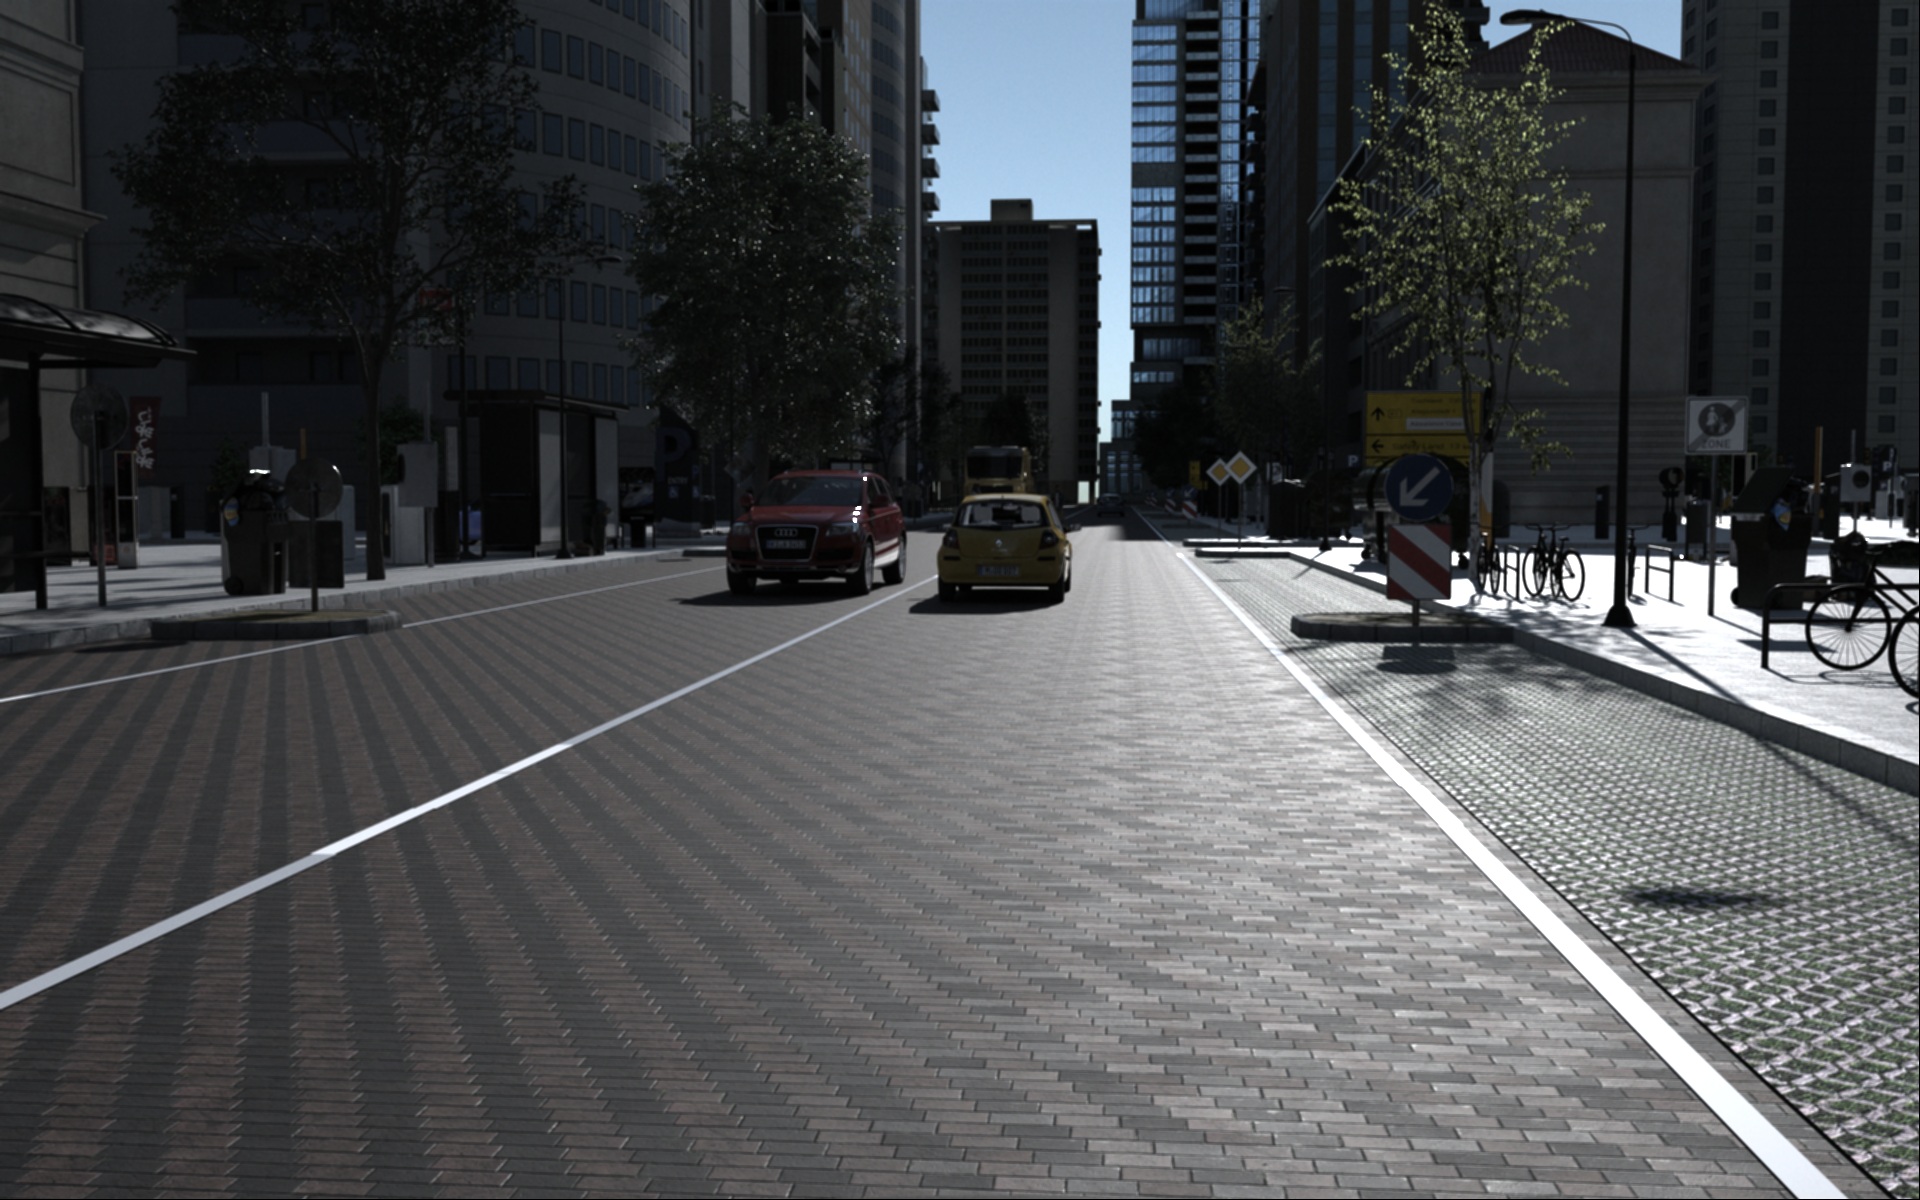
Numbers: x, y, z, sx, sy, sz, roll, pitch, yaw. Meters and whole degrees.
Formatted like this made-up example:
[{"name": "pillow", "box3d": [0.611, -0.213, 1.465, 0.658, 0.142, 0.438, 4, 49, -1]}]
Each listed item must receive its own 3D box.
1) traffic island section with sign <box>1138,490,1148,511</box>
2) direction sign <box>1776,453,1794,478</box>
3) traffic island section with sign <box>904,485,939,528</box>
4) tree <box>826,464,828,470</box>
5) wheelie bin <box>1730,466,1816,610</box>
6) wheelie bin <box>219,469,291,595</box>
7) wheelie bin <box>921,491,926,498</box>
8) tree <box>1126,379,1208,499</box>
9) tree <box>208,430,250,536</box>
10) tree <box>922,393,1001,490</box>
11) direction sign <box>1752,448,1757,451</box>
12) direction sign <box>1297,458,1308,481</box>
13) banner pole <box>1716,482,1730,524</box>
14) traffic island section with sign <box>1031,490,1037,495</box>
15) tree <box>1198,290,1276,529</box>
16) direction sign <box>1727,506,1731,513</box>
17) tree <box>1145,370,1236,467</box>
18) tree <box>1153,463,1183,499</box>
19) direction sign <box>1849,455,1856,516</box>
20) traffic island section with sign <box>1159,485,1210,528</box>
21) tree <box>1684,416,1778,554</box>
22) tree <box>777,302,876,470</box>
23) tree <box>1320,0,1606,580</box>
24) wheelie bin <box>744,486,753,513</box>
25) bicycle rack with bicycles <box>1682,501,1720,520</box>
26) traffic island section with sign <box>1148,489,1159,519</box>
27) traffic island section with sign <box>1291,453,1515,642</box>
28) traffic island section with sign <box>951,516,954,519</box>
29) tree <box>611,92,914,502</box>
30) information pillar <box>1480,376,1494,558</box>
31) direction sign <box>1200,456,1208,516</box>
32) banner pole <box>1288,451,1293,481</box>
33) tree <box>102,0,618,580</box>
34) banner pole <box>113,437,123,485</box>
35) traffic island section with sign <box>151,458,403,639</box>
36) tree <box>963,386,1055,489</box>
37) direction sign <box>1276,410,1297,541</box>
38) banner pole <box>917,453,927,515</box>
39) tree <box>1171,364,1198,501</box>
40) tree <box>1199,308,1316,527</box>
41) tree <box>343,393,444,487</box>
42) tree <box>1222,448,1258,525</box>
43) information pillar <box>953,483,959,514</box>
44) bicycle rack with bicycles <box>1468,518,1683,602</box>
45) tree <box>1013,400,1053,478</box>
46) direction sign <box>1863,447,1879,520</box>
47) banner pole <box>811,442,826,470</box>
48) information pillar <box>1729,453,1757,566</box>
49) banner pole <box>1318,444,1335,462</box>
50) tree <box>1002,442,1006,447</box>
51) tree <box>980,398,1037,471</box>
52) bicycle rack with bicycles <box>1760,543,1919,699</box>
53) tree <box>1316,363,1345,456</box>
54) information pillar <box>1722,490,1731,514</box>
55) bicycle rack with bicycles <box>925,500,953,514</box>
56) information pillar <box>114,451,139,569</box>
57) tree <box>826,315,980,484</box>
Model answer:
[{"name": "traffic island section with sign", "box3d": [16.531, -8.601, 149.260, 1.989, 1.847, 2.006, 0, 4, 5]}, {"name": "direction sign", "box3d": [45.954, -6.394, 96.540, 0.876, 3.537, 0.379, 3, 4, 39]}, {"name": "traffic island section with sign", "box3d": [-1.909, -3.966, 73.478, 1.989, 1.847, 2.006, 0, 4, 5]}, {"name": "tree", "box3d": [-6.933, -6.168, 95.442, 1.663, 3.219, 1.824, 0, 3, 0]}, {"name": "wheelie bin", "box3d": [9.114, -0.706, 19.450, 0.693, 1.594, 0.980, -1, 4, -10]}, {"name": "wheelie bin", "box3d": [-8.973, -0.872, 22.172, 0.693, 1.594, 0.980, 1, 4, 9]}, {"name": "wheelie bin", "box3d": [-2.808, -7.125, 124.406, 0.693, 1.594, 0.980, 0, 4, 4]}, {"name": "tree", "box3d": [23.360, -17.582, 194.123, 9.857, 13.997, 8.962, 0, 3, 0]}, {"name": "tree", "box3d": [-22.312, -3.561, 52.829, 1.663, 3.219, 1.824, 0, 3, 0]}, {"name": "tree", "box3d": [-0.511, -10.578, 123.304, 4.737, 8.622, 4.395, 0, 3, 0]}, {"name": "direction sign", "box3d": [39.081, -5.750, 86.016, 0.379, 3.537, 0.876, -3, 4, -38]}, {"name": "direction sign", "box3d": [21.745, -7.227, 110.154, 0.876, 3.537, 0.379, 3, 5, 43]}, {"name": "banner pole", "box3d": [32.592, -5.167, 74.491, 0.863, 3.779, 0.401, -2, 4, -24]}, {"name": "traffic island section with sign", "box3d": [7.667, -10.343, 177.730, 1.989, 1.847, 2.006, 0, 4, 5]}, {"name": "tree", "box3d": [11.185, -6.910, 63.344, 4.360, 8.622, 3.978, 0, 3, 0]}, {"name": "direction sign", "box3d": [51.497, -7.575, 115.844, 0.379, 3.537, 0.876, 0, 4, -7]}, {"name": "tree", "box3d": [17.316, -12.001, 130.622, 7.601, 10.594, 8.767, -2, 4, -25]}, {"name": "tree", "box3d": [20.605, -11.474, 171.307, 4.285, 4.588, 4.351, 0, 3, 0]}, {"name": "direction sign", "box3d": [51.376, -6.583, 99.628, 0.379, 3.537, 0.876, 3, 4, 37]}, {"name": "traffic island section with sign", "box3d": [9.489, -3.922, 72.758, 1.989, 1.847, 2.006, 0, 4, 5]}, {"name": "tree", "box3d": [16.778, -2.610, 37.275, 1.663, 3.219, 1.824, 0, 3, 0]}, {"name": "tree", "box3d": [-5.424, -6.979, 64.462, 4.737, 8.622, 4.395, 0, 3, 0]}, {"name": "tree", "box3d": [7.558, -4.595, 25.492, 4.360, 8.622, 3.978, 0, 3, 0]}, {"name": "wheelie bin", "box3d": [-7.597, -3.432, 64.025, 0.693, 1.594, 0.980, 2, 4, 28]}, {"name": "bicycle rack with bicycles", "box3d": [36.701, -4.534, 87.505, 2.852, 0.926, 2.925, 0, 4, 3]}, {"name": "traffic island section with sign", "box3d": [11.956, -5.564, 99.600, 1.989, 1.847, 2.006, 0, 4, 5]}, {"name": "traffic island section with sign", "box3d": [4.429, -0.551, 17.644, 1.989, 1.847, 2.006, 0, 4, 5]}, {"name": "traffic island section with sign", "box3d": [0.552, -5.608, 100.321, 1.989, 1.847, 2.006, 0, 4, 5]}, {"name": "tree", "box3d": [-6.386, -9.154, 56.317, 9.857, 13.997, 8.962, 0, 3, 0]}, {"name": "information pillar", "box3d": [10.535, -2.645, 34.607, 0.183, 3.616, 0.504, 0, 4, -1]}, {"name": "direction sign", "box3d": [14.392, -6.746, 102.296, 0.379, 3.537, 0.876, 3, 4, 38]}, {"name": "banner pole", "box3d": [16.766, -6.056, 89.035, 0.863, 3.779, 0.401, 3, 4, 37]}, {"name": "tree", "box3d": [-8.888, -5.558, 25.289, 8.767, 10.594, 7.601, 1, 4, 21]}, {"name": "banner pole", "box3d": [-28.015, -4.141, 57.722, 0.401, 3.779, 0.863, 0, 4, -2]}, {"name": "traffic island section with sign", "box3d": [-6.996, -0.581, 18.120, 1.989, 1.847, 2.006, 0, 4, 5]}, {"name": "tree", "box3d": [5.407, -16.340, 184.174, 9.611, 12.733, 9.660, 0, 3, 0]}, {"name": "direction sign", "box3d": [8.843, -3.387, 47.369, 0.379, 3.537, 0.876, 0, 4, -2]}, {"name": "banner pole", "box3d": [-2.399, -7.107, 106.208, 0.863, 3.779, 0.401, -3, 4, -38]}, {"name": "tree", "box3d": [13.232, -8.169, 83.920, 4.360, 8.622, 3.978, 0, 3, 0]}, {"name": "tree", "box3d": [11.279, -7.196, 68.016, 4.737, 8.622, 4.395, 0, 3, 0]}, {"name": "tree", "box3d": [-18.220, -4.429, 56.132, 4.285, 4.588, 4.351, 0, 3, 0]}, {"name": "tree", "box3d": [11.916, -4.798, 73.052, 1.663, 3.219, 1.824, 0, 3, 0]}, {"name": "information pillar", "box3d": [-0.269, -6.648, 113.186, 0.304, 2.012, 0.304, 3, 4, 38]}, {"name": "bicycle rack with bicycles", "box3d": [7.707, -0.508, 21.692, 2.852, 0.926, 2.925, 1, 4, 14]}, {"name": "tree", "box3d": [6.963, -16.983, 195.801, 7.486, 12.596, 7.792, 0, 3, 0]}, {"name": "direction sign", "box3d": [44.384, -5.654, 84.445, 0.379, 3.537, 0.876, -1, 4, -20]}, {"name": "banner pole", "box3d": [-5.765, -4.964, 71.183, 0.863, 3.779, 0.401, -1, 4, -12]}, {"name": "information pillar", "box3d": [13.959, -1.613, 30.873, 0.304, 2.012, 0.304, -2, 4, -33]}, {"name": "banner pole", "box3d": [18.312, -5.907, 86.596, 0.863, 3.779, 0.401, 1, 4, 14]}, {"name": "tree", "box3d": [1.585, -11.822, 143.644, 4.737, 8.622, 4.395, 0, 3, 0]}, {"name": "tree", "box3d": [4.076, -14.278, 167.859, 7.601, 10.594, 8.767, 2, 4, 28]}, {"name": "bicycle rack with bicycles", "box3d": [7.085, 0.092, 11.874, 2.925, 0.926, 2.852, 0, 4, -5]}, {"name": "tree", "box3d": [19.036, -8.891, 95.723, 4.737, 8.622, 4.395, 0, 3, 0]}, {"name": "information pillar", "box3d": [49.729, -7.398, 112.316, 0.504, 3.616, 0.183, 0, 4, 5]}, {"name": "bicycle rack with bicycles", "box3d": [-1.760, -5.991, 111.328, 2.852, 0.926, 2.925, 1, 4, 21]}, {"name": "information pillar", "box3d": [-14.223, -1.534, 29.570, 0.304, 2.012, 0.304, -1, 4, -18]}, {"name": "tree", "box3d": [-3.568, -9.348, 87.249, 8.767, 10.594, 7.601, 0, 3, 0]}]
